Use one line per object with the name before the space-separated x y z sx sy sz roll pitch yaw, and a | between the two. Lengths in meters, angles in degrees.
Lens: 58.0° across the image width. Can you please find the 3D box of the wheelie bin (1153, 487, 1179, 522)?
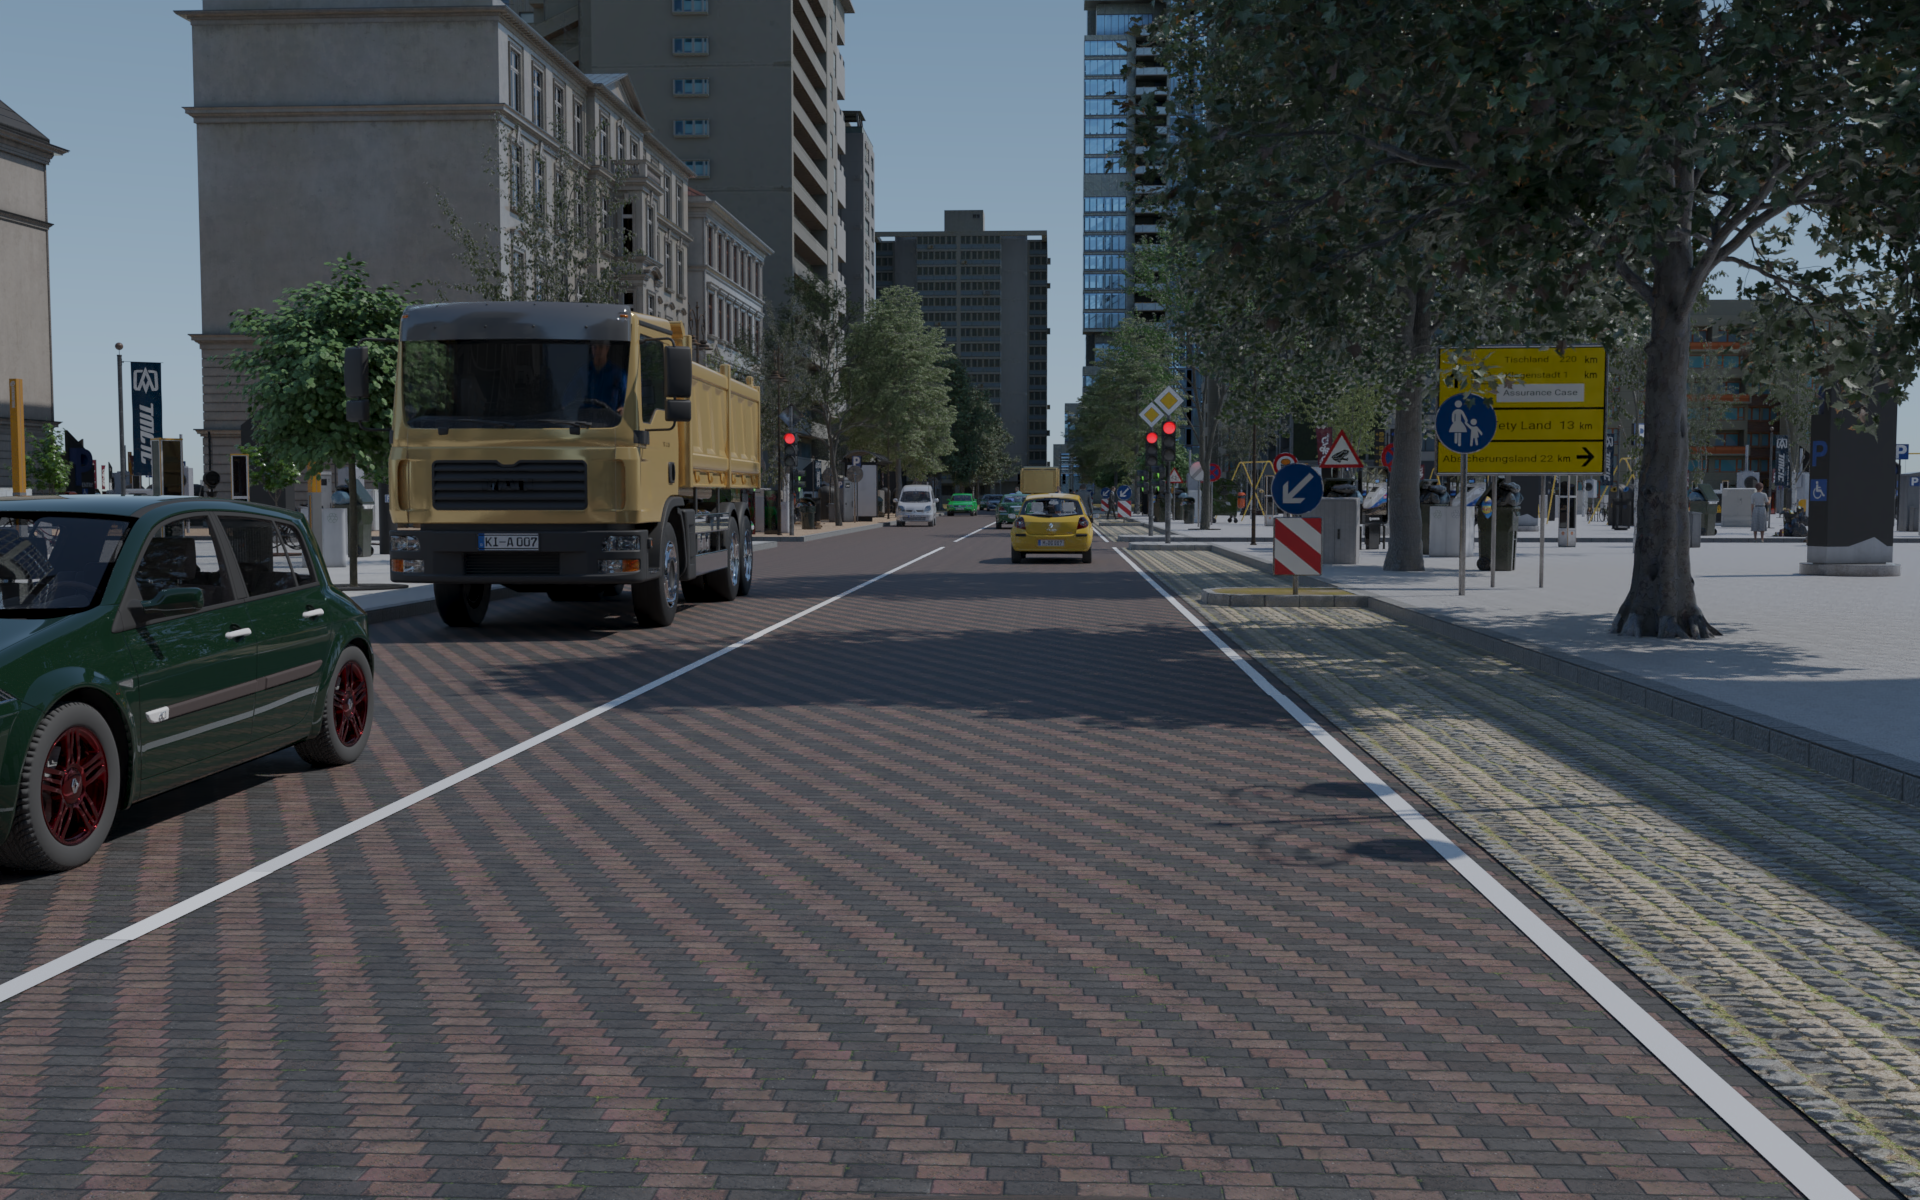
wheelie bin | 9.226 -4.332 78.739 0.980 1.594 0.693 -2 4 -23

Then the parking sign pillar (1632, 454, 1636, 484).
parking sign pillar | 43.322 -7.494 110.993 1.447 3.967 1.447 2 4 25

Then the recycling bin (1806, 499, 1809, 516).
recycling bin | 40.444 -4.245 81.956 0.722 1.027 0.722 2 4 29

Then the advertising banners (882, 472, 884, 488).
advertising banners | -5.056 -7.330 116.030 0.090 3.025 2.074 -1 4 -9

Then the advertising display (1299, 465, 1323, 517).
advertising display | 7.899 -2.049 38.713 0.123 1.923 0.974 -2 4 -29

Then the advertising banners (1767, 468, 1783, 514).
advertising banners | 54.989 -7.473 118.377 2.074 3.025 0.090 0 4 -1

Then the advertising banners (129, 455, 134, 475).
advertising banners | -36.763 -5.045 78.674 0.090 3.025 2.074 2 4 29

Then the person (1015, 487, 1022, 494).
person | 3.340 -5.559 99.259 0.638 1.841 0.748 -2 4 -23

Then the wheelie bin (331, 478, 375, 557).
wheelie bin | -12.356 -1.671 35.224 0.693 1.594 0.980 0 4 4

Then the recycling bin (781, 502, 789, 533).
recycling bin | -5.915 -2.705 56.777 0.722 1.027 0.722 0 4 5

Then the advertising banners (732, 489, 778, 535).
advertising banners | -6.705 -3.590 54.885 2.074 3.025 0.090 0 4 5

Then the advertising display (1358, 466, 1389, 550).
advertising display | 9.531 -2.126 39.975 0.974 1.923 0.123 -3 4 -38

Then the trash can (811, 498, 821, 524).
trash can | -6.029 -3.634 71.063 0.748 1.137 0.748 0 3 0

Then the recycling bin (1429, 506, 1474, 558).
recycling bin | 10.059 -1.399 35.421 0.722 1.027 0.722 2 4 33

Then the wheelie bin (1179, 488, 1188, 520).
wheelie bin | 10.789 -4.717 85.025 0.980 1.594 0.693 3 4 36

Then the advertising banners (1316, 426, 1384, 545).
advertising banners | 9.995 -2.956 44.521 0.090 3.025 2.074 -3 5 -44

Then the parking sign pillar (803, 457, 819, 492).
parking sign pillar | -10.908 -8.491 127.303 1.447 3.967 1.447 2 4 31

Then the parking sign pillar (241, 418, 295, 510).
parking sign pillar | -18.319 -3.509 45.843 1.447 3.967 1.447 1 4 13

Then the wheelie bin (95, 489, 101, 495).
wheelie bin | -50.378 -5.682 100.811 0.980 1.594 0.693 1 4 10

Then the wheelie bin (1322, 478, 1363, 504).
wheelie bin | 7.544 -1.618 34.355 0.980 1.594 0.693 -1 4 -13

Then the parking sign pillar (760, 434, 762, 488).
parking sign pillar | -9.320 -5.457 77.694 1.447 3.967 1.447 1 4 16

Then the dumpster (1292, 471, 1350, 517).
dumpster | 8.434 -2.120 40.418 1.264 1.857 1.865 0 4 3

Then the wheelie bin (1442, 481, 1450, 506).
wheelie bin | 12.173 -2.153 43.114 0.693 1.594 0.980 0 4 -4

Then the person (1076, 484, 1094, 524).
person | 4.536 -3.328 63.011 0.694 1.812 0.767 1 4 11

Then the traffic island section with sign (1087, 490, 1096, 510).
traffic island section with sign | 8.725 -5.895 105.003 1.989 1.847 2.006 0 4 3

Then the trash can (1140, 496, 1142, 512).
trash can | 12.757 -6.817 123.109 0.748 1.137 0.748 0 3 0

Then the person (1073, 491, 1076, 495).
person | 12.324 -10.949 187.971 0.568 1.767 0.683 -1 4 -13

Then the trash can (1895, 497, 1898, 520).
trash can | 47.888 -4.753 89.369 0.748 1.137 0.748 0 3 0

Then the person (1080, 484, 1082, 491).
person | 4.806 -3.751 69.682 0.795 1.843 0.661 1 4 16

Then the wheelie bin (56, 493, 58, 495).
wheelie bin | -47.755 -5.132 91.822 0.693 1.594 0.980 2 4 27

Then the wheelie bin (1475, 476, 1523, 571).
wheelie bin | 9.052 -1.294 29.072 0.693 1.594 0.980 2 4 27

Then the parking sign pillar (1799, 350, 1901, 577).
parking sign pillar | 14.130 -2.381 27.401 1.447 3.967 1.447 -1 4 -16

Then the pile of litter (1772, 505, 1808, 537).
pile of litter | 25.089 -2.330 52.064 1.176 0.858 1.719 -1 4 -13

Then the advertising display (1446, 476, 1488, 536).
advertising display | 11.786 -2.145 40.279 0.974 1.923 0.123 -1 4 -11

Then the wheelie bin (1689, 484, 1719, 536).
wheelie bin | 22.884 -2.780 53.367 0.980 1.594 0.693 -2 4 -35

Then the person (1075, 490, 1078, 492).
person | 10.093 -8.655 150.014 0.705 1.822 1.348 1 4 14

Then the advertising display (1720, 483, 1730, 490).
advertising display | 43.306 -5.681 98.098 0.123 1.923 0.974 0 4 -2

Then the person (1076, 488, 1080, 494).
person | 7.751 -6.348 111.659 0.648 1.900 0.474 -3 5 -40

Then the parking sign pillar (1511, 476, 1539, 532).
parking sign pillar | 19.177 -4.343 59.484 1.447 3.967 1.447 0 4 -1

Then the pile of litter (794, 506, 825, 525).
pile of litter | -6.461 -3.633 73.366 1.719 0.858 1.176 -2 4 -28

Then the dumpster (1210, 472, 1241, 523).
dumpster | 11.586 -4.530 76.563 1.502 2.255 1.985 0 4 3

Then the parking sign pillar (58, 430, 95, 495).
parking sign pillar | -37.266 -5.193 73.373 1.447 3.967 1.447 1 4 10

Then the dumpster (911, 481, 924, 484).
dumpster | -3.035 -7.183 119.939 1.502 2.255 1.985 0 4 3

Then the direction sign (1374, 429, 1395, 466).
direction sign | 14.782 -4.157 59.971 0.876 3.537 0.379 2 4 24

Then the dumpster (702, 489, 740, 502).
dumpster | -8.176 -3.375 57.671 1.502 2.255 1.985 0 4 3

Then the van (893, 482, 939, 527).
van | -1.943 -4.302 77.351 2.013 2.044 4.112 0 4 1

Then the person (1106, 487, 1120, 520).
person | 8.523 -5.395 96.492 0.755 1.850 0.659 1 4 14

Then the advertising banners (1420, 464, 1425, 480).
advertising banners | 27.729 -6.450 101.649 2.074 3.025 0.090 3 5 40

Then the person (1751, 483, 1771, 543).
person | 22.573 -2.432 48.827 0.480 1.755 0.524 2 4 35

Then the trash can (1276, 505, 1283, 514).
trash can | 20.834 -6.160 112.373 0.748 1.137 0.748 0 3 0

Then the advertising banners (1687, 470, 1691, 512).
advertising banners | 51.741 -7.735 122.647 0.090 3.025 2.074 1 4 8

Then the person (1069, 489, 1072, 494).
person | 9.287 -8.437 146.076 0.705 1.869 1.348 2 4 32

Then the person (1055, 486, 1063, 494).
person | 4.794 -4.626 84.164 0.581 1.822 0.654 0 4 6

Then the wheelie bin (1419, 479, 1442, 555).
wheelie bin | 10.000 -1.862 38.358 0.693 1.594 0.980 -2 4 -25

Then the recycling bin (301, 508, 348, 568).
recycling bin | -11.171 -1.095 30.460 0.722 1.027 0.722 -1 4 -16

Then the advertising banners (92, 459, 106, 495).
advertising banners | -43.415 -5.626 88.178 0.090 3.025 2.074 3 4 37

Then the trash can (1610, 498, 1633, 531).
trash can | 23.349 -3.028 61.155 0.748 1.137 0.748 0 3 0
